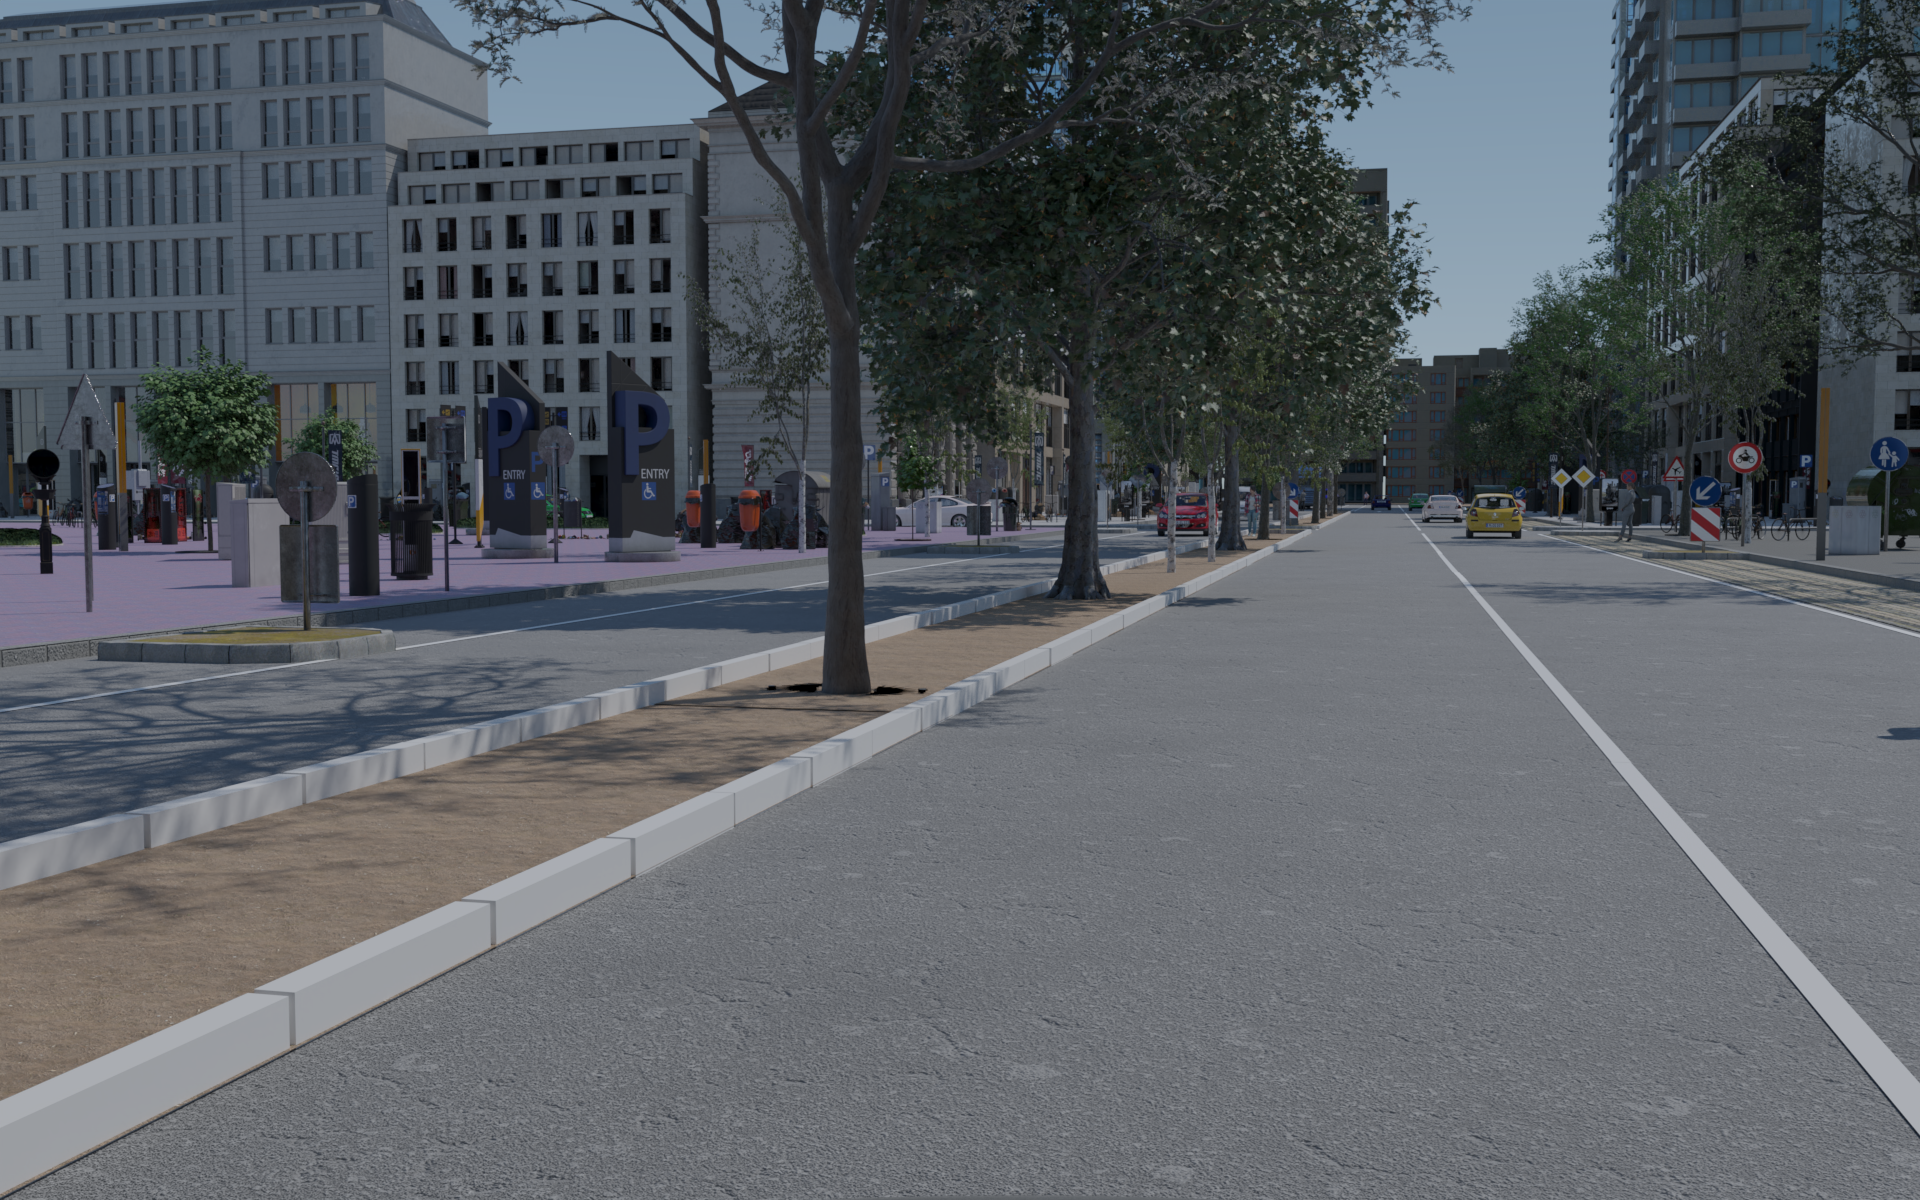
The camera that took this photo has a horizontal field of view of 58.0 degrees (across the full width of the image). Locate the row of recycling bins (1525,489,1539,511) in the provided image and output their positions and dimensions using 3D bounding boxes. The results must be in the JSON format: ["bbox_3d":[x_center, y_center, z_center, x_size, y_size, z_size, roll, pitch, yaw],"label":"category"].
[{"bbox_3d":[42.948,-7.488,129.536,1.069,1.692,3.534,1,4,11],"label":"row of recycling bins"}]

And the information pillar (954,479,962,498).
[{"bbox_3d":[-0.098,-4.903,84.649,0.304,2.012,0.304,1,4,22],"label":"information pillar"}]

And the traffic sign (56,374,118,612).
[{"bbox_3d":[-9.452,-1.145,18.727,0.884,2.594,0.081,1,4,22],"label":"traffic sign"}]

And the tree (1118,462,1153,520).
[{"bbox_3d":[8.716,-5.534,85.090,1.663,3.219,1.824,0,3,0],"label":"tree"}]

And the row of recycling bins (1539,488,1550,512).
[{"bbox_3d":[42.930,-7.214,125.069,1.069,1.692,3.534,1,4,8],"label":"row of recycling bins"}]

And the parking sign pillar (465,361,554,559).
[{"bbox_3d":[-8.905,-2.833,34.797,1.447,3.967,1.447,3,4,37],"label":"parking sign pillar"}]

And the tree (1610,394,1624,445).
[{"bbox_3d":[44.611,-9.981,113.552,4.360,8.622,3.978,0,3,0],"label":"tree"}]

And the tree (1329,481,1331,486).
[{"bbox_3d":[11.411,-6.598,60.700,4.737,8.622,4.395,0,3,0],"label":"tree"}]

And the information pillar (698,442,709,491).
[{"bbox_3d":[-11.398,-5.249,77.168,0.504,3.616,0.183,-1,4,-21],"label":"information pillar"}]

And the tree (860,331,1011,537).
[{"bbox_3d":[-0.961,-6.170,51.235,4.737,8.622,4.395,0,3,0],"label":"tree"}]

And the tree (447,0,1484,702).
[{"bbox_3d":[-0.823,-6.060,11.900,12.009,13.543,11.850,0,3,0],"label":"tree"}]

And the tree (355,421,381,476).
[{"bbox_3d":[-23.040,-4.889,63.649,4.285,4.588,4.351,0,3,0],"label":"tree"}]

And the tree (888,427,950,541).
[{"bbox_3d":[-1.309,-3.222,47.277,1.663,3.219,1.824,0,3,0],"label":"tree"}]

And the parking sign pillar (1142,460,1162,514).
[{"bbox_3d":[12.110,-7.425,109.869,1.447,3.967,1.447,0,4,-6],"label":"parking sign pillar"}]

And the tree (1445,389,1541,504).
[{"bbox_3d":[41.452,-11.880,128.654,7.601,10.594,8.767,2,4,34],"label":"tree"}]

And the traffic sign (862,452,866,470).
[{"bbox_3d":[-2.856,-2.793,45.773,0.768,2.556,0.104,1,4,21],"label":"traffic sign"}]

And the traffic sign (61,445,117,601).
[{"bbox_3d":[-10.431,-1.267,20.711,0.884,2.594,0.081,1,4,22],"label":"traffic sign"}]

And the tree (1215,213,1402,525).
[{"bbox_3d":[14.134,-10.058,73.560,9.857,13.997,8.962,0,3,0],"label":"tree"}]

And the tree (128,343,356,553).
[{"bbox_3d":[-16.473,-3.322,38.033,4.285,4.588,4.351,0,3,0],"label":"tree"}]

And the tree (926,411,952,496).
[{"bbox_3d":[-1.261,-7.652,75.473,4.360,8.622,3.978,0,3,0],"label":"tree"}]

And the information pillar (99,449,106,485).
[{"bbox_3d":[-43.492,-5.901,87.841,0.183,3.616,0.504,1,4,10],"label":"information pillar"}]

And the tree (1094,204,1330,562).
[{"bbox_3d":[5.260,-5.077,35.827,4.737,8.622,4.395,0,3,0],"label":"tree"}]

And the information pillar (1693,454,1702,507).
[{"bbox_3d":[42.725,-6.670,100.406,0.504,3.616,0.183,-1,4,-14],"label":"information pillar"}]

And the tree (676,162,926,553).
[{"bbox_3d":[-3.655,-5.332,37.534,4.360,8.622,3.978,0,3,0],"label":"tree"}]

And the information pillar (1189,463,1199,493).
[{"bbox_3d":[17.688,-8.481,130.020,0.504,3.616,0.183,0,4,1],"label":"information pillar"}]

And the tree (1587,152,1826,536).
[{"bbox_3d":[22.336,-7.759,52.621,9.928,11.665,9.643,0,3,0],"label":"tree"}]

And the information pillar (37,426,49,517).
[{"bbox_3d":[-31.458,-4.163,59.418,0.504,3.616,0.183,2,4,32],"label":"information pillar"}]

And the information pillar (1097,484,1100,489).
[{"bbox_3d":[10.123,-7.567,128.215,0.304,2.012,0.304,-1,4,-14],"label":"information pillar"}]

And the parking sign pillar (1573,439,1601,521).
[{"bbox_3d":[30.487,-5.834,83.864,1.447,3.967,1.447,0,4,-8],"label":"parking sign pillar"}]

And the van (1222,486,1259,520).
[{"bbox_3d":[15.218,-5.297,93.624,2.013,2.044,4.112,1,4,14],"label":"van"}]

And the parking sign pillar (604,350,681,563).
[{"bbox_3d":[-6.072,-2.725,33.023,1.447,3.967,1.447,3,5,40],"label":"parking sign pillar"}]

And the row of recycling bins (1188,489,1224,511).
[{"bbox_3d":[19.084,-7.722,133.364,3.534,1.692,1.069,3,5,39],"label":"row of recycling bins"}]

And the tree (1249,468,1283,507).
[{"bbox_3d":[34.847,-12.960,195.608,4.285,4.588,4.351,0,3,0],"label":"tree"}]

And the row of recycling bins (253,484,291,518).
[{"bbox_3d":[-26.770,-3.854,70.128,3.534,1.692,1.069,-1,4,-10],"label":"row of recycling bins"}]

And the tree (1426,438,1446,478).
[{"bbox_3d":[62.293,-17.114,214.232,8.767,10.594,7.601,0,4,-3],"label":"tree"}]

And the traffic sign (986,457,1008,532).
[{"bbox_3d":[1.266,-3.620,59.298,0.768,2.556,0.104,1,4,15],"label":"traffic sign"}]

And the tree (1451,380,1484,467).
[{"bbox_3d":[28.366,-9.295,77.723,9.928,11.665,9.643,0,3,0],"label":"tree"}]

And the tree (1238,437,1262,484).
[{"bbox_3d":[19.918,-13.265,135.017,7.486,12.596,7.792,0,3,0],"label":"tree"}]

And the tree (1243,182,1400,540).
[{"bbox_3d":[9.530,-7.659,53.430,9.928,11.665,9.643,0,3,0],"label":"tree"}]

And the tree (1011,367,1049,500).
[{"bbox_3d":[2.745,-8.426,88.122,4.737,8.622,4.395,0,3,0],"label":"tree"}]

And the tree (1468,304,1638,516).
[{"bbox_3d":[34.648,-11.258,101.075,9.611,12.733,9.660,0,3,0],"label":"tree"}]

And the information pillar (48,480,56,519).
[{"bbox_3d":[-46.795,-5.182,89.221,0.304,2.012,0.304,0,4,-1],"label":"information pillar"}]

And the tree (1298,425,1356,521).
[{"bbox_3d":[19.088,-8.516,92.052,4.360,8.622,3.978,0,3,0],"label":"tree"}]

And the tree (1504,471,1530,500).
[{"bbox_3d":[39.426,-7.804,122.200,1.663,3.219,1.824,0,3,0],"label":"tree"}]

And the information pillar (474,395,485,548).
[{"bbox_3d":[-11.457,-3.051,41.243,0.183,3.616,0.504,0,4,-5],"label":"information pillar"}]

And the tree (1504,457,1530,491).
[{"bbox_3d":[47.069,-12.107,148.315,4.737,8.622,4.395,0,3,0],"label":"tree"}]

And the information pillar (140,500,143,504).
[{"bbox_3d":[-34.041,-4.150,72.343,0.304,2.012,0.304,-3,4,-37],"label":"information pillar"}]

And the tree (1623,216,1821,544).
[{"bbox_3d":[20.216,-5.769,44.684,4.360,8.622,3.978,0,3,0],"label":"tree"}]

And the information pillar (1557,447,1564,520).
[{"bbox_3d":[30.130,-5.837,86.785,0.183,3.616,0.504,2,4,32],"label":"information pillar"}]

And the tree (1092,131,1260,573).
[{"bbox_3d":[3.876,-4.805,31.390,4.360,8.622,3.978,0,3,0],"label":"tree"}]

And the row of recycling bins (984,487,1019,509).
[{"bbox_3d":[1.911,-5.367,94.869,1.069,1.692,3.534,3,5,42],"label":"row of recycling bins"}]

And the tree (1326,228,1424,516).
[{"bbox_3d":[22.633,-15.456,111.053,12.611,20.169,13.585,0,3,0],"label":"tree"}]

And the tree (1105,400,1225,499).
[{"bbox_3d":[11.987,-11.244,101.966,7.486,12.596,7.792,0,3,0],"label":"tree"}]

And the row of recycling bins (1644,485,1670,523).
[{"bbox_3d":[30.944,-4.291,77.271,1.069,1.692,3.534,1,4,14],"label":"row of recycling bins"}]

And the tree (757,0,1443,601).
[{"bbox_3d":[1.684,-6.363,23.508,9.611,12.733,9.660,0,3,0],"label":"tree"}]

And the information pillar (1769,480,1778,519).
[{"bbox_3d":[41.784,-5.167,88.971,0.304,2.012,0.304,3,5,41],"label":"information pillar"}]

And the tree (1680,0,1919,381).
[{"bbox_3d":[16.014,-5.653,26.841,8.767,10.594,7.601,0,4,6],"label":"tree"}]
